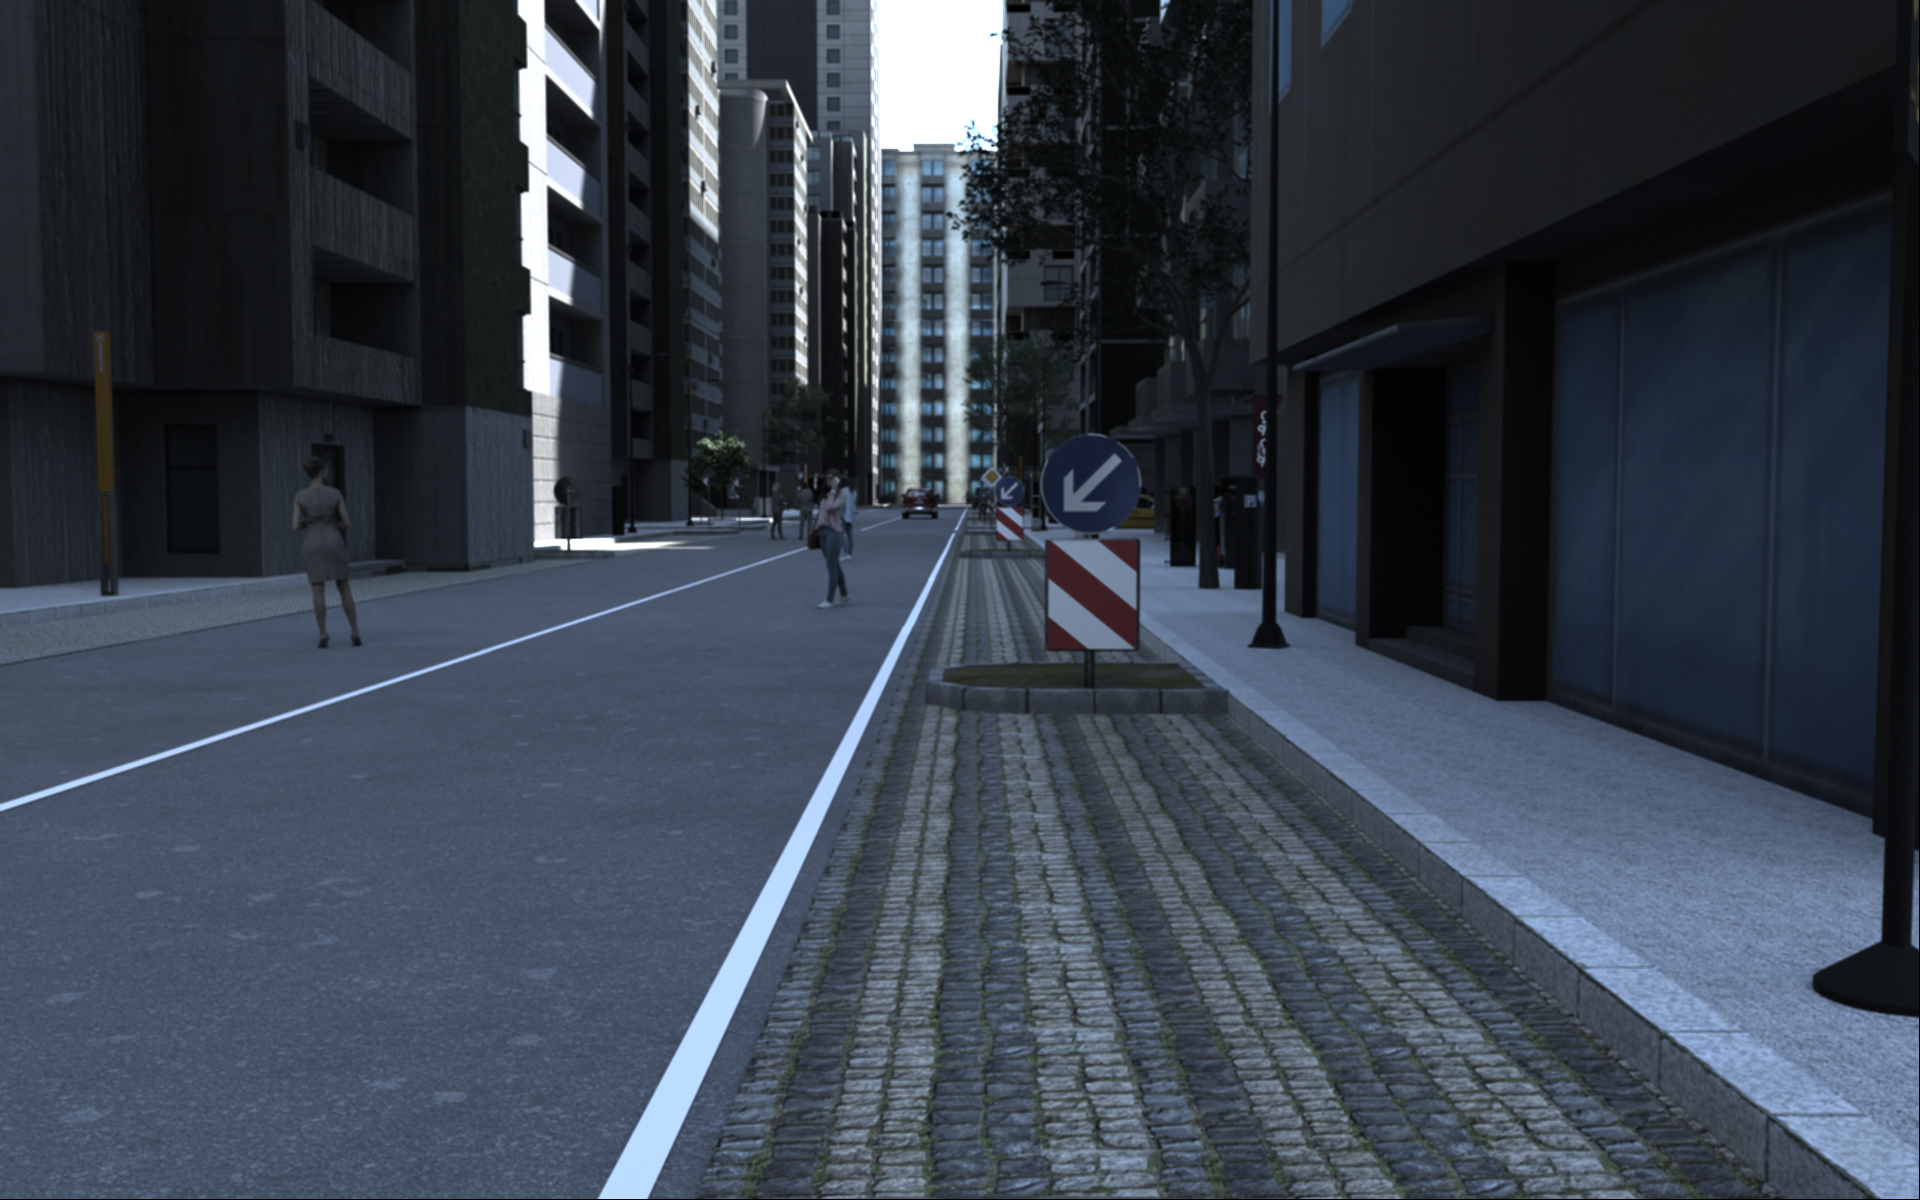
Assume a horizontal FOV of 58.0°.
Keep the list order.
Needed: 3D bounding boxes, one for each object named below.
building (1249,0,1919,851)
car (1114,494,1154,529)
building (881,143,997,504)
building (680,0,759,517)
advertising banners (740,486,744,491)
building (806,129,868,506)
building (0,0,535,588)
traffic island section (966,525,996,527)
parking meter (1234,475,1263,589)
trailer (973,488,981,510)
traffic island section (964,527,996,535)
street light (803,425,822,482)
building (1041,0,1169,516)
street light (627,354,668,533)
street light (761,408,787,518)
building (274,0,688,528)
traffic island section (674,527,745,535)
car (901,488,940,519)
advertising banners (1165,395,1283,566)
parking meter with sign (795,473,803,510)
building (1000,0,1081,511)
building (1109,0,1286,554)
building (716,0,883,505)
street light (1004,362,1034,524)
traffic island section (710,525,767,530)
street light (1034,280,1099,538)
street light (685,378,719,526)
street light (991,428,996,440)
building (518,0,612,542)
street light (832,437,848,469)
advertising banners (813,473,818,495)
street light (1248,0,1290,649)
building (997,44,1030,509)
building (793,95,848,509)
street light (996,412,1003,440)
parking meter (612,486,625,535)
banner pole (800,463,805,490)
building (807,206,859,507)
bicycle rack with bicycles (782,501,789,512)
[{"bbox_3d":[10.042,-22.060,10.797,14.600,45.320,14.200,0,4,0],"label":"building"},{"bbox_3d":[6.903,-3.350,65.004,3.980,1.641,2.015,0,4,2],"label":"car"},{"bbox_3d":[-3.587,-37.873,238.830,30.456,49.044,23.786,0,4,0],"label":"building"},{"bbox_3d":[-27.631,-25.193,103.789,32.217,40.220,23.993,0,4,0],"label":"building"},{"bbox_3d":[-16.161,-8.383,133.250,2.074,3.025,0.090,-2,4,-32],"label":"advertising banners"},{"bbox_3d":[-17.583,-30.928,189.272,14.154,41.232,14.086,0,4,0],"label":"building"},{"bbox_3d":[-16.022,-15.718,28.693,14.160,30.474,14.107,0,4,0],"label":"building"},{"bbox_3d":[1.219,-2.886,69.460,2.009,0.180,2.903,0,4,0],"label":"traffic island section"},{"bbox_3d":[3.907,-0.919,23.436,0.372,1.533,0.369,0,3,0],"label":"parking meter"},{"bbox_3d":[1.946,-9.340,159.753,1.471,1.999,3.904,0,4,2],"label":"trailer"},{"bbox_3d":[1.155,-2.397,61.475,2.009,0.180,2.903,0,4,0],"label":"traffic island section"},{"bbox_3d":[-9.997,-8.817,116.700,1.470,5.913,1.316,0,4,0],"label":"street light"},{"bbox_3d":[15.093,-39.997,92.200,20.563,71.187,20.611,0,4,0],"label":"building"},{"bbox_3d":[-10.374,-5.196,57.500,1.470,5.913,1.316,0,4,0],"label":"street light"},{"bbox_3d":[-10.032,-7.393,93.411,1.470,5.913,1.316,0,4,0],"label":"street light"},{"bbox_3d":[-20.357,-18.674,77.027,14.160,30.474,14.107,0,4,0],"label":"building"},{"bbox_3d":[-8.936,-2.402,61.561,2.009,0.180,2.903,0,4,0],"label":"traffic island section"},{"bbox_3d":[-2.343,-5.712,102.069,2.281,1.827,5.304,0,4,0],"label":"car"},{"bbox_3d":[4.675,-2.109,30.671,2.074,3.025,0.090,0,4,-3],"label":"advertising banners"},{"bbox_3d":[-13.054,-8.855,141.046,0.543,3.016,1.738,0,4,5],"label":"parking meter with sign"},{"bbox_3d":[16.631,-32.822,125.886,28.713,52.752,27.495,0,4,0],"label":"building"},{"bbox_3d":[16.537,-26.015,44.954,23.786,49.044,30.456,0,4,0],"label":"building"},{"bbox_3d":[-20.220,-47.136,208.920,20.611,71.187,20.563,0,4,0],"label":"building"},{"bbox_3d":[2.402,-5.408,60.957,1.470,5.913,1.316,0,4,0],"label":"street light"},{"bbox_3d":[-8.872,-2.891,69.546,2.009,0.180,2.903,0,4,0],"label":"traffic island section"},{"bbox_3d":[2.435,-3.983,37.668,1.470,5.913,1.316,0,4,0],"label":"street light"},{"bbox_3d":[-10.346,-5.937,69.616,1.470,5.913,1.316,0,4,0],"label":"street light"},{"bbox_3d":[3.082,-9.092,121.192,1.470,5.913,1.316,0,4,0],"label":"street light"},{"bbox_3d":[-25.301,-31.067,49.950,28.212,58.520,21.231,0,4,0],"label":"building"},{"bbox_3d":[-9.731,-10.241,139.987,1.470,5.913,1.316,0,4,0],"label":"street light"},{"bbox_3d":[-12.457,-8.951,142.540,2.074,3.025,0.090,2,4,34],"label":"advertising banners"},{"bbox_3d":[2.054,-2.559,14.382,1.470,5.913,1.316,0,4,0],"label":"street light"},{"bbox_3d":[14.620,-34.032,180.132,21.300,48.544,21.600,0,4,0],"label":"building"},{"bbox_3d":[-26.643,-28.404,156.289,32.217,40.220,23.993,0,4,0],"label":"building"},{"bbox_3d":[2.935,-7.667,97.904,1.470,5.913,1.316,0,4,0],"label":"street light"},{"bbox_3d":[-10.649,-2.785,53.953,0.372,1.533,0.369,0,3,0],"label":"parking meter"},{"bbox_3d":[-12.619,-9.152,139.645,0.863,3.779,0.401,0,4,3],"label":"banner pole"},{"bbox_3d":[-17.809,-24.699,175.531,14.160,30.474,14.107,0,4,0],"label":"building"},{"bbox_3d":[-13.567,-6.905,126.279,2.852,0.926,2.925,3,5,41],"label":"bicycle rack with bicycles"}]
